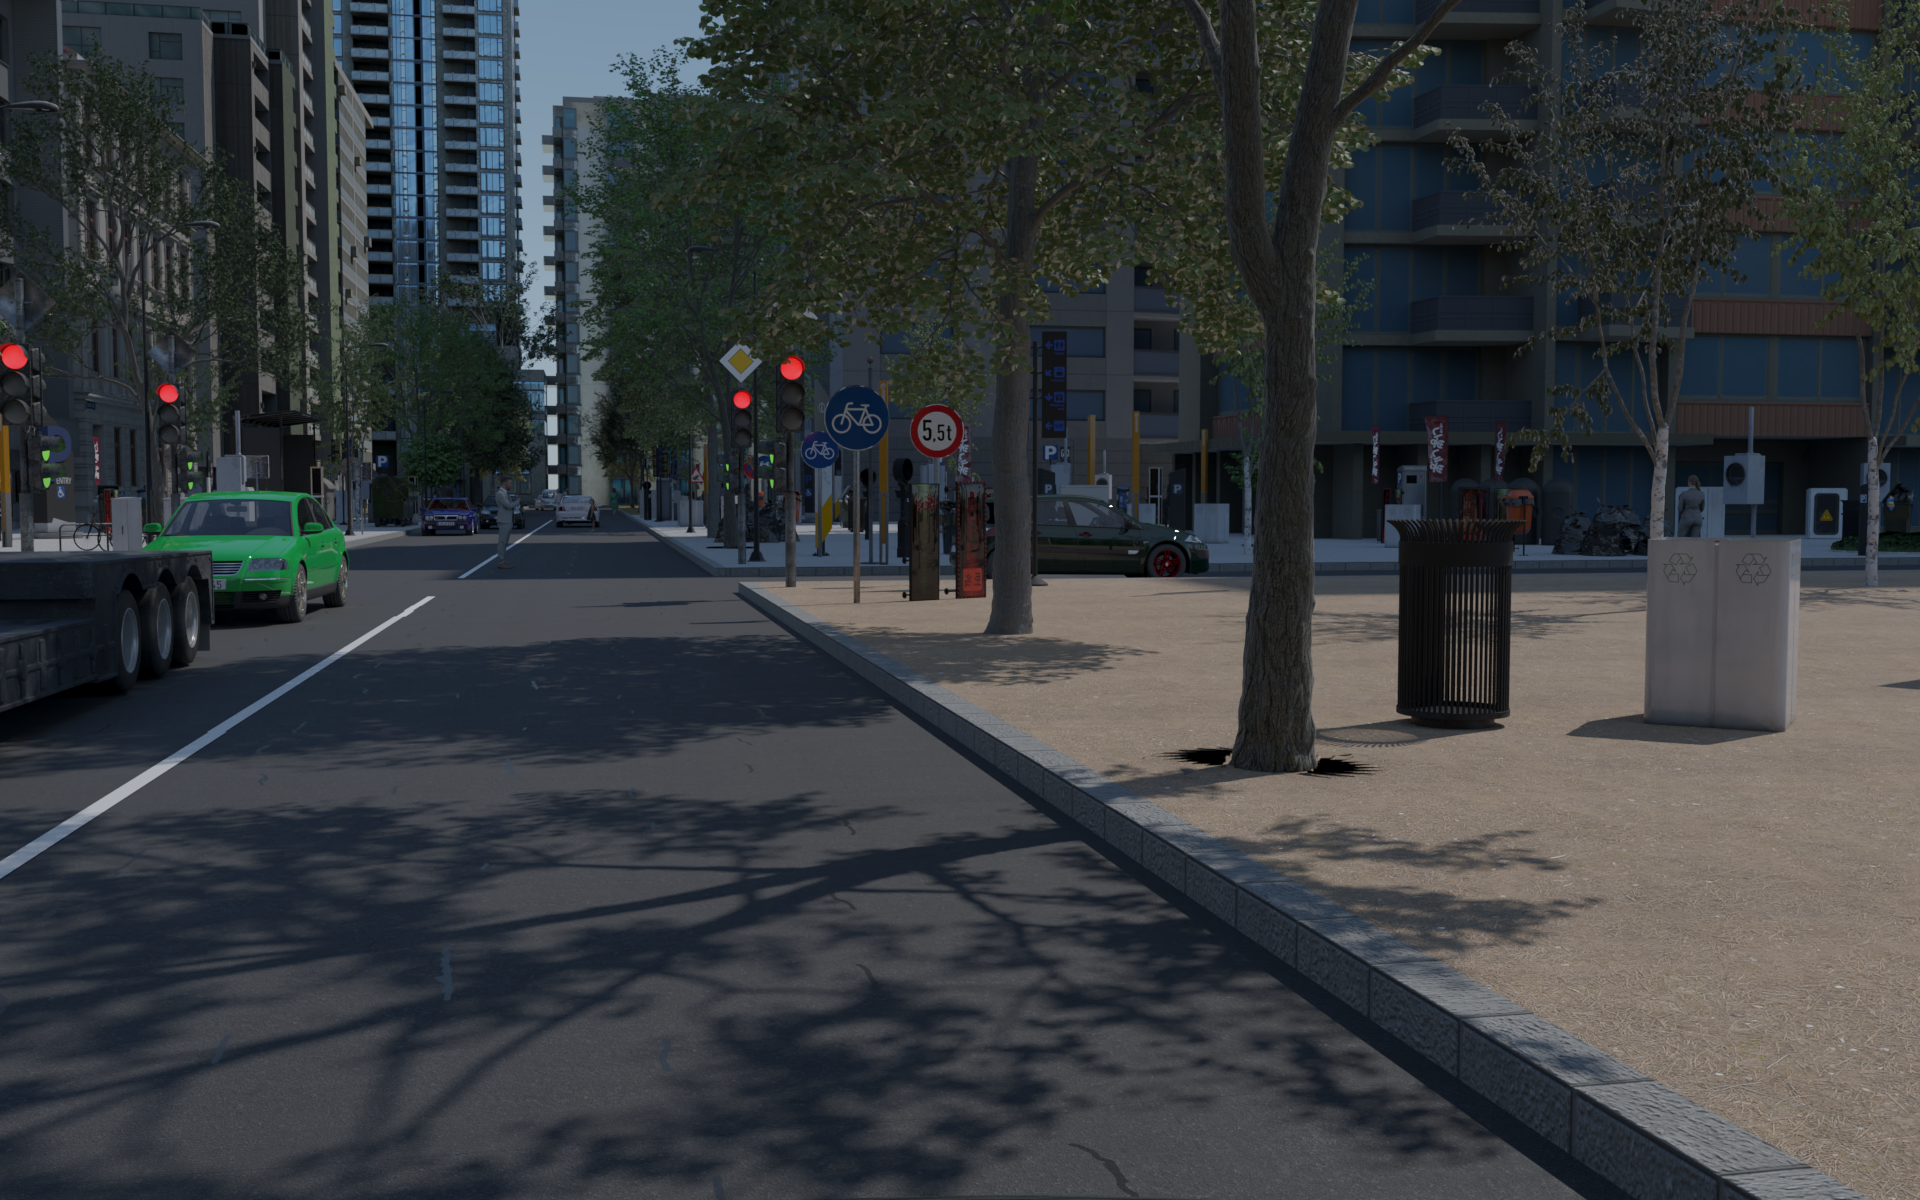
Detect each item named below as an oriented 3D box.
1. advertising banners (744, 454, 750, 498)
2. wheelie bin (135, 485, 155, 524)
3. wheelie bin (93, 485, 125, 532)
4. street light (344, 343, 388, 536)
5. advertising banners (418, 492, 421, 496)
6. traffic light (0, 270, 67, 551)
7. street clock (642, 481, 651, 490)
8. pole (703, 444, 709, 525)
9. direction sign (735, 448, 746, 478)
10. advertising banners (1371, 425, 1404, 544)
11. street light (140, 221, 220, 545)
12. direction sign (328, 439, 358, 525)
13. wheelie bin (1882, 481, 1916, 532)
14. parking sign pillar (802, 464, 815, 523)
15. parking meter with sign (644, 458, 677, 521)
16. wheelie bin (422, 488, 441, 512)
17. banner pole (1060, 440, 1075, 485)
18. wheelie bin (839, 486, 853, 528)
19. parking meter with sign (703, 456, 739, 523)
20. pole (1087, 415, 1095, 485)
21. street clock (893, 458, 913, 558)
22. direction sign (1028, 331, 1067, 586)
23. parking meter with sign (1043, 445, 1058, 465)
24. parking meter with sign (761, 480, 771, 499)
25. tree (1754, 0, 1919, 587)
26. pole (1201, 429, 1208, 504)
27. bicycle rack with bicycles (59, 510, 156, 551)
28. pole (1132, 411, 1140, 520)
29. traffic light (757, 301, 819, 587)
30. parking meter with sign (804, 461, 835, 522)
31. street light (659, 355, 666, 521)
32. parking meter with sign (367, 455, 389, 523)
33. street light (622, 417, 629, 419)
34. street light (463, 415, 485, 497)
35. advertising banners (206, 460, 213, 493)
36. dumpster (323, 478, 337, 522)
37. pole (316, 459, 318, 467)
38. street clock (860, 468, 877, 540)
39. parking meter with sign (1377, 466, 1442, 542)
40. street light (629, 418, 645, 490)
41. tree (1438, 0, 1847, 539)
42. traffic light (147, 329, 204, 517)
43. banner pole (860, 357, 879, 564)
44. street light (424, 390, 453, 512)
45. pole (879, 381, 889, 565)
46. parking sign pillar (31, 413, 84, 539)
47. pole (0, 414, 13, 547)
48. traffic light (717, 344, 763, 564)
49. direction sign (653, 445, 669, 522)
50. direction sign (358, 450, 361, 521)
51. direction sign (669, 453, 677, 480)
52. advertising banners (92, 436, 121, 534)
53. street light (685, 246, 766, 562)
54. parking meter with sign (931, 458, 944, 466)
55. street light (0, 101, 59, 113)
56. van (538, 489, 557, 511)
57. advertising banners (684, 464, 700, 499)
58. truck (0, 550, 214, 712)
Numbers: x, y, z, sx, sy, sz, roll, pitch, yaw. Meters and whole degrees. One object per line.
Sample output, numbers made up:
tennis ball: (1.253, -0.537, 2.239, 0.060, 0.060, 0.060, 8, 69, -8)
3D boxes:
advertising banners: (-9.319, -4.868, 75.778, 0.090, 3.025, 2.074, 0, 4, -1)
wheelie bin: (-28.587, -3.242, 60.918, 0.693, 1.594, 0.980, -3, 4, -37)
wheelie bin: (-29.104, -3.143, 59.297, 0.980, 1.594, 0.693, -2, 4, -31)
street light: (-18.285, -4.940, 53.317, 1.470, 5.913, 1.316, -1, 4, -12)
advertising banners: (-30.981, -6.417, 101.102, 2.074, 3.025, 0.090, 1, 4, 16)
traffic light: (-11.752, -2.010, 21.778, 0.839, 4.253, 0.868, -1, 4, -12)
street clock: (-17.662, -5.697, 97.723, 0.471, 2.002, 0.358, -3, 5, -44)
pole: (-10.354, -4.700, 70.695, 0.158, 3.312, 0.155, 0, 3, 0)
direction sign: (-10.882, -5.742, 85.876, 0.379, 3.537, 0.876, -3, 5, -43)
advertising banners: (11.083, -2.984, 44.975, 0.090, 3.025, 2.074, 3, 4, 38)
street light: (-13.284, -3.484, 29.507, 1.470, 5.913, 1.316, -1, 4, -12)
direction sign: (-25.566, -4.878, 71.759, 0.876, 3.537, 0.379, -2, 4, -30)
wheelie bin: (23.119, -2.126, 42.665, 0.693, 1.594, 0.980, 2, 4, 34)
parking sign pillar: (-6.329, -5.370, 76.278, 1.447, 3.967, 1.447, 2, 4, 27)
parking meter with sign: (-14.272, -5.335, 83.488, 1.738, 3.016, 0.543, 0, 4, 7)
wheelie bin: (-26.475, -4.824, 86.772, 0.980, 1.594, 0.693, 2, 4, 29)
banner pole: (5.041, -5.525, 80.353, 0.863, 3.779, 0.401, 0, 3, 0)
wheelie bin: (-4.203, -3.526, 65.554, 0.693, 1.594, 0.980, -1, 4, -14)
parking meter with sign: (-10.717, -5.042, 78.695, 1.738, 3.016, 0.543, -2, 4, -26)
pole: (3.385, -3.110, 44.690, 0.158, 3.312, 0.155, 0, 3, 0)
street clock: (-1.150, -1.855, 34.902, 0.358, 2.002, 0.471, 2, 4, 26)
direction sign: (1.047, -1.968, 24.170, 0.876, 3.537, 0.379, 0, 4, -1)
parking meter with sign: (3.184, -3.934, 60.576, 0.543, 3.016, 1.738, 0, 4, 1)
parking meter with sign: (-10.415, -5.922, 93.081, 0.543, 3.016, 1.738, -1, 4, -14)
tree: (12.670, -4.473, 23.494, 4.737, 8.622, 4.395, 0, 3, 0)
pole: (7.684, -3.707, 54.461, 0.158, 3.312, 0.155, 0, 3, 0)
bicycle rack with bicycles: (-18.772, -1.578, 39.187, 2.852, 0.926, 2.925, 2, 4, 32)
pole: (4.329, -2.989, 42.713, 0.158, 3.312, 0.155, 0, 3, 0)
traffic light: (-2.352, -2.132, 23.779, 0.839, 4.253, 0.868, -1, 4, -12)
parking meter with sign: (-6.505, -5.174, 80.858, 1.738, 3.016, 0.543, 3, 5, 44)
street light: (-9.437, -5.167, 57.020, 1.470, 5.913, 1.316, -1, 4, -12)
parking meter with sign: (-25.939, -4.946, 77.133, 0.543, 3.016, 1.738, 0, 4, -2)
street light: (-19.747, -8.106, 105.079, 1.470, 5.913, 1.316, -1, 4, -12)
street light: (-28.483, -7.878, 101.351, 1.470, 5.913, 1.316, -1, 4, -12)
advertising banners: (-39.028, -5.741, 90.048, 0.090, 3.025, 2.074, -2, 4, -33)
dumpster: (-21.196, -3.119, 56.746, 1.264, 1.857, 1.865, -1, 4, -12)
pole: (-37.674, -6.577, 101.378, 0.158, 3.312, 0.155, 0, 3, 0)
street clock: (-2.575, -2.691, 48.572, 0.471, 2.002, 0.358, 0, 4, 1)
parking meter with sign: (12.175, -3.089, 46.768, 1.738, 3.016, 0.543, 0, 4, -4)
street light: (-14.621, -6.652, 81.294, 1.470, 5.913, 1.316, -1, 4, -12)
tree: (7.691, -4.211, 19.213, 4.360, 8.622, 3.978, 0, 3, 0)
traffic light: (-13.408, -2.487, 29.591, 0.839, 4.253, 0.868, -1, 4, -12)
banner pole: (-1.650, -2.562, 31.900, 0.401, 3.779, 0.863, 0, 4, -4)
street light: (-23.379, -6.423, 77.562, 1.470, 5.913, 1.316, -1, 4, -12)
pole: (-1.379, -2.292, 31.321, 0.158, 3.312, 0.155, 0, 3, 0)
parking sign pillar: (-26.124, -3.758, 49.909, 1.447, 3.967, 1.447, 0, 4, 6)
pole: (-22.932, -2.920, 41.588, 0.158, 3.312, 0.155, 0, 3, 0)
traffic light: (-4.008, -2.610, 31.591, 0.839, 4.253, 0.868, -1, 4, -12)
direction sign: (-13.924, -5.370, 79.791, 0.379, 3.537, 0.876, -3, 4, -38)
direction sign: (-28.289, -5.454, 81.172, 0.379, 3.537, 0.876, -2, 4, -34)
direction sign: (-15.936, -6.301, 95.017, 0.876, 3.537, 0.379, 0, 4, 7)
advertising banners: (-26.089, -3.472, 52.962, 0.090, 3.025, 2.074, 0, 4, -6)
street light: (-4.401, -3.678, 32.678, 1.470, 5.913, 1.316, -1, 4, -12)
parking meter with sign: (-1.052, -4.917, 76.661, 0.543, 3.016, 1.738, 0, 4, 4)
street light: (-11.355, -2.935, 20.531, 1.470, 5.913, 1.316, -1, 4, -12)
van: (-35.079, -8.644, 148.341, 2.013, 2.044, 4.112, -1, 4, -13)
advertising banners: (-15.578, -6.393, 100.708, 0.090, 3.025, 2.074, -2, 4, -34)
truck: (-5.663, -0.977, 5.733, 2.967, 4.110, 18.799, -1, 4, -13)
